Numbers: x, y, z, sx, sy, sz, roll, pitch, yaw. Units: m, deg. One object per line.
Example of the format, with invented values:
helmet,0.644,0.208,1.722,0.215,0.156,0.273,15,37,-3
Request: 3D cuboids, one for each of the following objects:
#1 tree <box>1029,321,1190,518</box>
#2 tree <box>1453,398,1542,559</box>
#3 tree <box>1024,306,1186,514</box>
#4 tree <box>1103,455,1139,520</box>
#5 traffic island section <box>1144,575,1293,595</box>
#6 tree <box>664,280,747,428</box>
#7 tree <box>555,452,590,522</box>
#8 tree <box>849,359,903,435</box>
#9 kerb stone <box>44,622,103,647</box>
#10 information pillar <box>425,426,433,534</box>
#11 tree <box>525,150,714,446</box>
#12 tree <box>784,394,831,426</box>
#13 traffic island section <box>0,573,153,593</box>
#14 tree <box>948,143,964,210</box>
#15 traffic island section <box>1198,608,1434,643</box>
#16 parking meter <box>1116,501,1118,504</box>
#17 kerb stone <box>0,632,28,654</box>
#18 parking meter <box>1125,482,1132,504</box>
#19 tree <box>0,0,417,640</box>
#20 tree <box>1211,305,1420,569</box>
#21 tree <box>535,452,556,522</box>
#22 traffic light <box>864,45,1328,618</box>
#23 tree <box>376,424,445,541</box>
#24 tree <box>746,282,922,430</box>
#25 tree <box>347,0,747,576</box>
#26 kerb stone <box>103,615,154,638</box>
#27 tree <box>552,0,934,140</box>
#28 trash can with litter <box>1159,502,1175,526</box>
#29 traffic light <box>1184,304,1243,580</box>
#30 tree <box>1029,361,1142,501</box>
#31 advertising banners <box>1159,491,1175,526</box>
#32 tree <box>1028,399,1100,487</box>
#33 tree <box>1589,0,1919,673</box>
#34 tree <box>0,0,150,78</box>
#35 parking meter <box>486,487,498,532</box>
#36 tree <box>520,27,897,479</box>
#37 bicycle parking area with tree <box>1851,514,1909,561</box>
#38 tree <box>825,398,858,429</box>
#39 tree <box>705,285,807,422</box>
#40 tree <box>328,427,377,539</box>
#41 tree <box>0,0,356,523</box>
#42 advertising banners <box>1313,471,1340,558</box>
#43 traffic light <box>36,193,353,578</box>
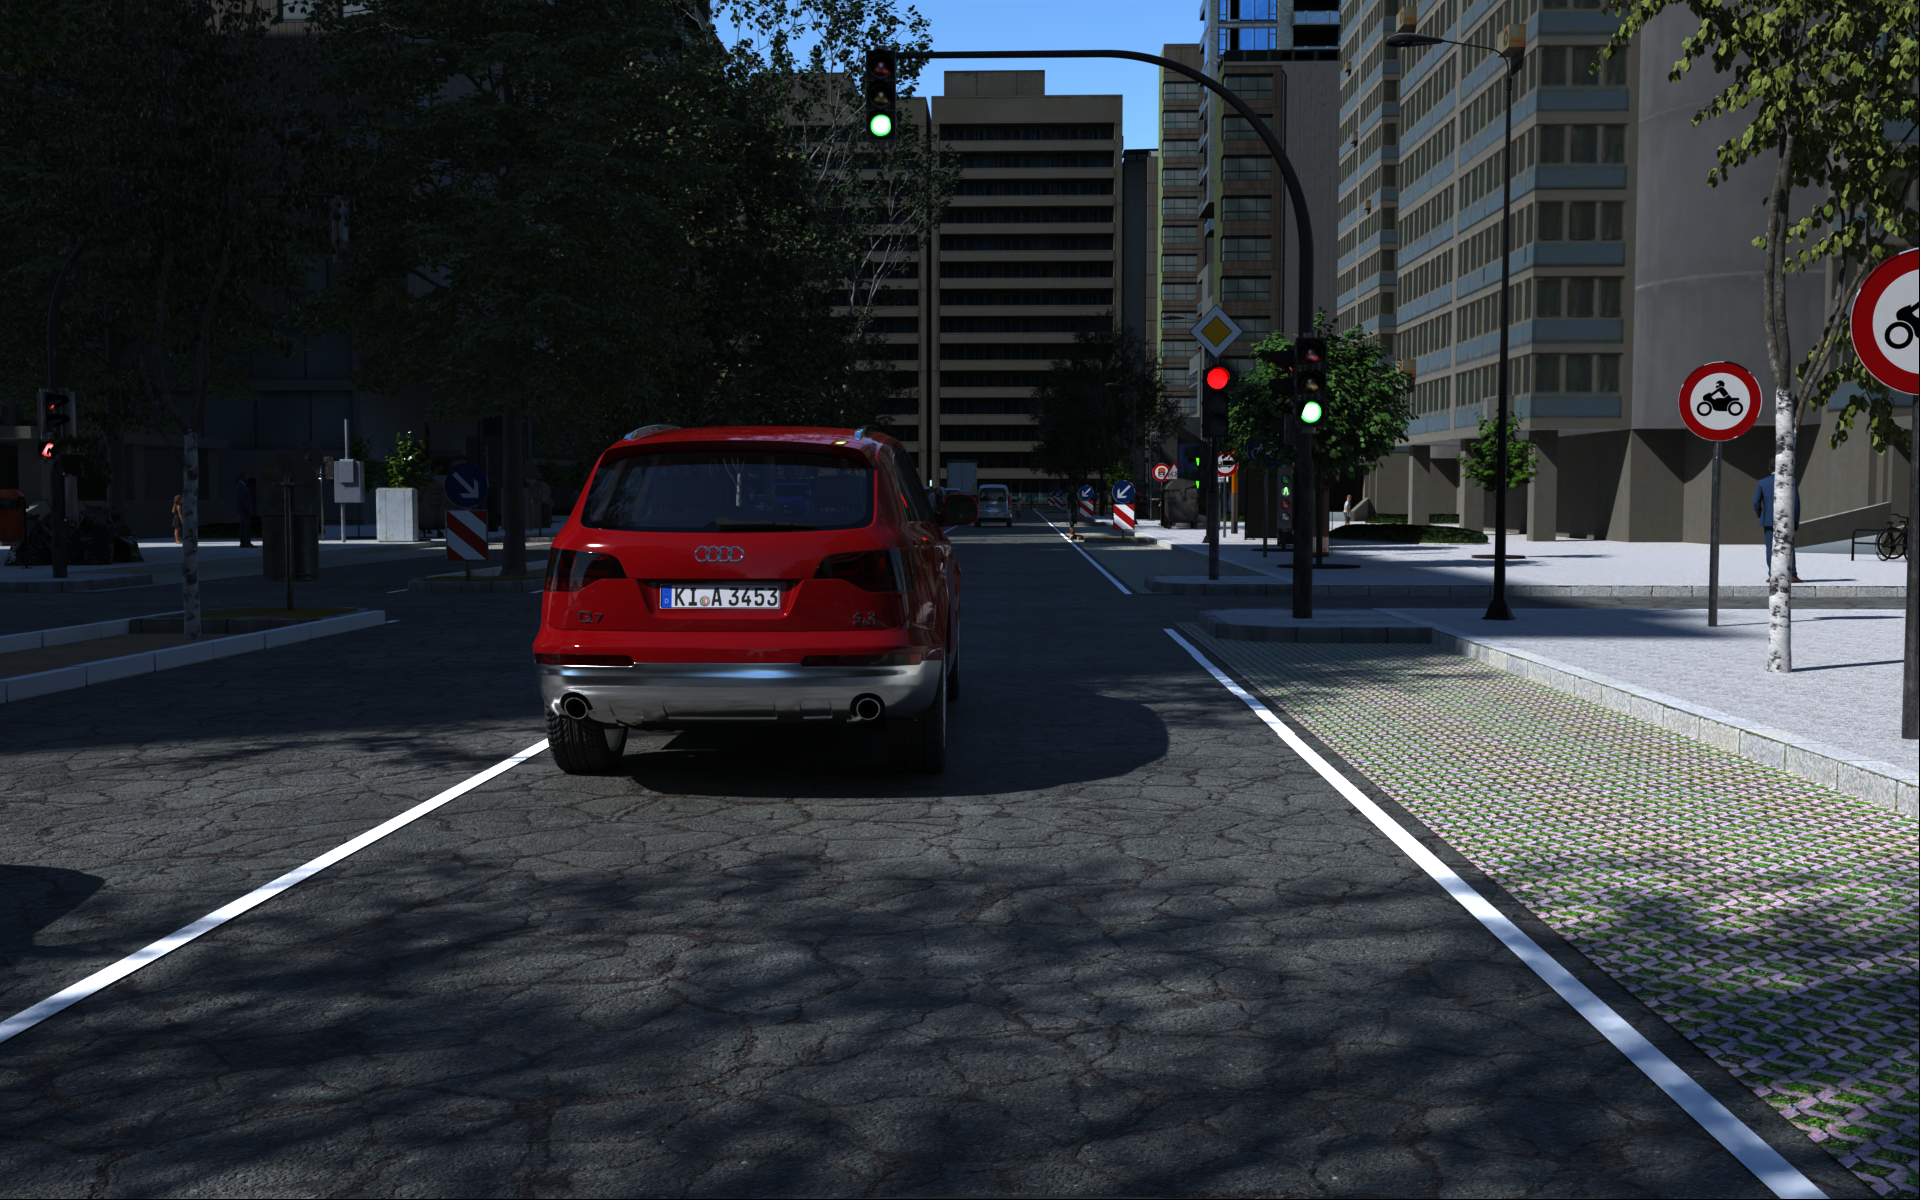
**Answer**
tree,8.205,-9.684,92.747,8.767,10.594,7.601,-1,4,-16
tree,10.645,-2.444,34.568,1.663,3.219,1.824,0,3,0
tree,9.298,-12.438,113.727,12.009,13.543,11.850,0,3,0
tree,7.943,-5.640,86.819,1.663,3.219,1.824,0,3,0
traffic island section,3.825,-0.225,25.957,2.009,0.180,2.903,0,4,2
tree,-14.007,-11.895,101.145,9.857,13.997,8.962,0,3,0
tree,-15.441,-4.694,71.343,1.663,3.219,1.824,0,3,0
tree,-4.954,-8.302,88.556,4.360,8.622,3.978,0,3,0
kerb stone,-8.567,0.341,16.613,0.120,0.150,1.000,0,4,2
information pillar,-17.181,-3.953,55.979,0.183,3.616,0.504,0,4,-8
tree,-6.881,-5.028,35.031,4.737,8.622,4.395,0,3,0
tree,-12.876,-11.952,113.550,7.486,12.596,7.792,0,3,0
traffic island section,-13.807,-0.260,26.539,2.009,0.180,2.903,0,4,2
tree,-6.536,-13.537,79.682,12.611,20.169,13.585,0,3,0
traffic island section,3.562,0.263,17.976,2.009,0.180,2.903,0,4,2
parking meter,9.144,-5.552,99.189,0.372,1.533,0.369,0,3,0
kerb stone,-8.608,0.404,15.582,0.120,0.150,1.000,0,4,2
parking meter,7.269,-4.259,75.337,0.399,1.863,0.255,-2,4,-27
tree,-7.536,-3.923,16.966,4.360,8.622,3.978,0,3,0
tree,6.284,-2.851,30.321,4.285,4.588,4.351,0,3,0
tree,-18.479,-5.131,78.487,1.663,3.219,1.824,0,3,0
traffic light,1.429,-2.637,17.791,4.771,5.953,1.251,0,4,2
tree,-15.029,-3.253,47.788,1.663,3.219,1.824,0,3,0
tree,-5.670,-8.127,69.754,8.767,10.594,7.601,0,4,2
tree,-7.456,-6.609,28.648,7.486,12.596,7.792,0,3,0
kerb stone,-8.539,0.279,17.635,0.120,0.150,1.000,0,4,2
tree,-7.534,-12.215,58.060,12.611,20.169,13.585,0,3,0
trash can with litter,8.591,-3.599,70.230,0.624,1.170,1.055,3,5,44
traffic light,3.785,-2.258,25.844,0.839,4.253,0.868,0,4,2
tree,10.354,-13.894,144.171,9.611,12.733,9.660,0,3,0
advertising banners,8.893,-4.460,69.115,2.074,3.025,0.090,-1,4,-19
tree,10.650,-14.700,166.099,9.928,11.665,9.643,0,3,0
tree,6.115,-3.777,12.114,4.737,8.622,4.395,0,3,0
tree,-7.736,-4.944,9.043,9.928,11.665,9.643,0,3,0
parking meter,-15.954,-3.099,59.082,0.372,1.533,0.369,0,3,0
tree,-6.502,-7.531,42.604,9.611,12.733,9.660,0,3,0
bicycle parking area with tree,21.132,-2.689,30.969,8.231,4.147,9.016,0,4,4
tree,-11.952,-15.067,172.096,9.928,11.665,9.643,0,3,0
tree,-6.371,-5.932,49.800,4.360,8.622,3.978,0,3,0
tree,-17.451,-3.397,50.144,1.663,3.219,1.824,0,3,0
tree,-16.381,-7.049,33.376,7.486,12.596,7.792,0,3,0
advertising banners,7.447,-2.397,35.377,0.090,3.025,2.074,2,4,31
traffic light,-11.674,-3.162,26.370,4.771,5.953,1.251,0,4,2
